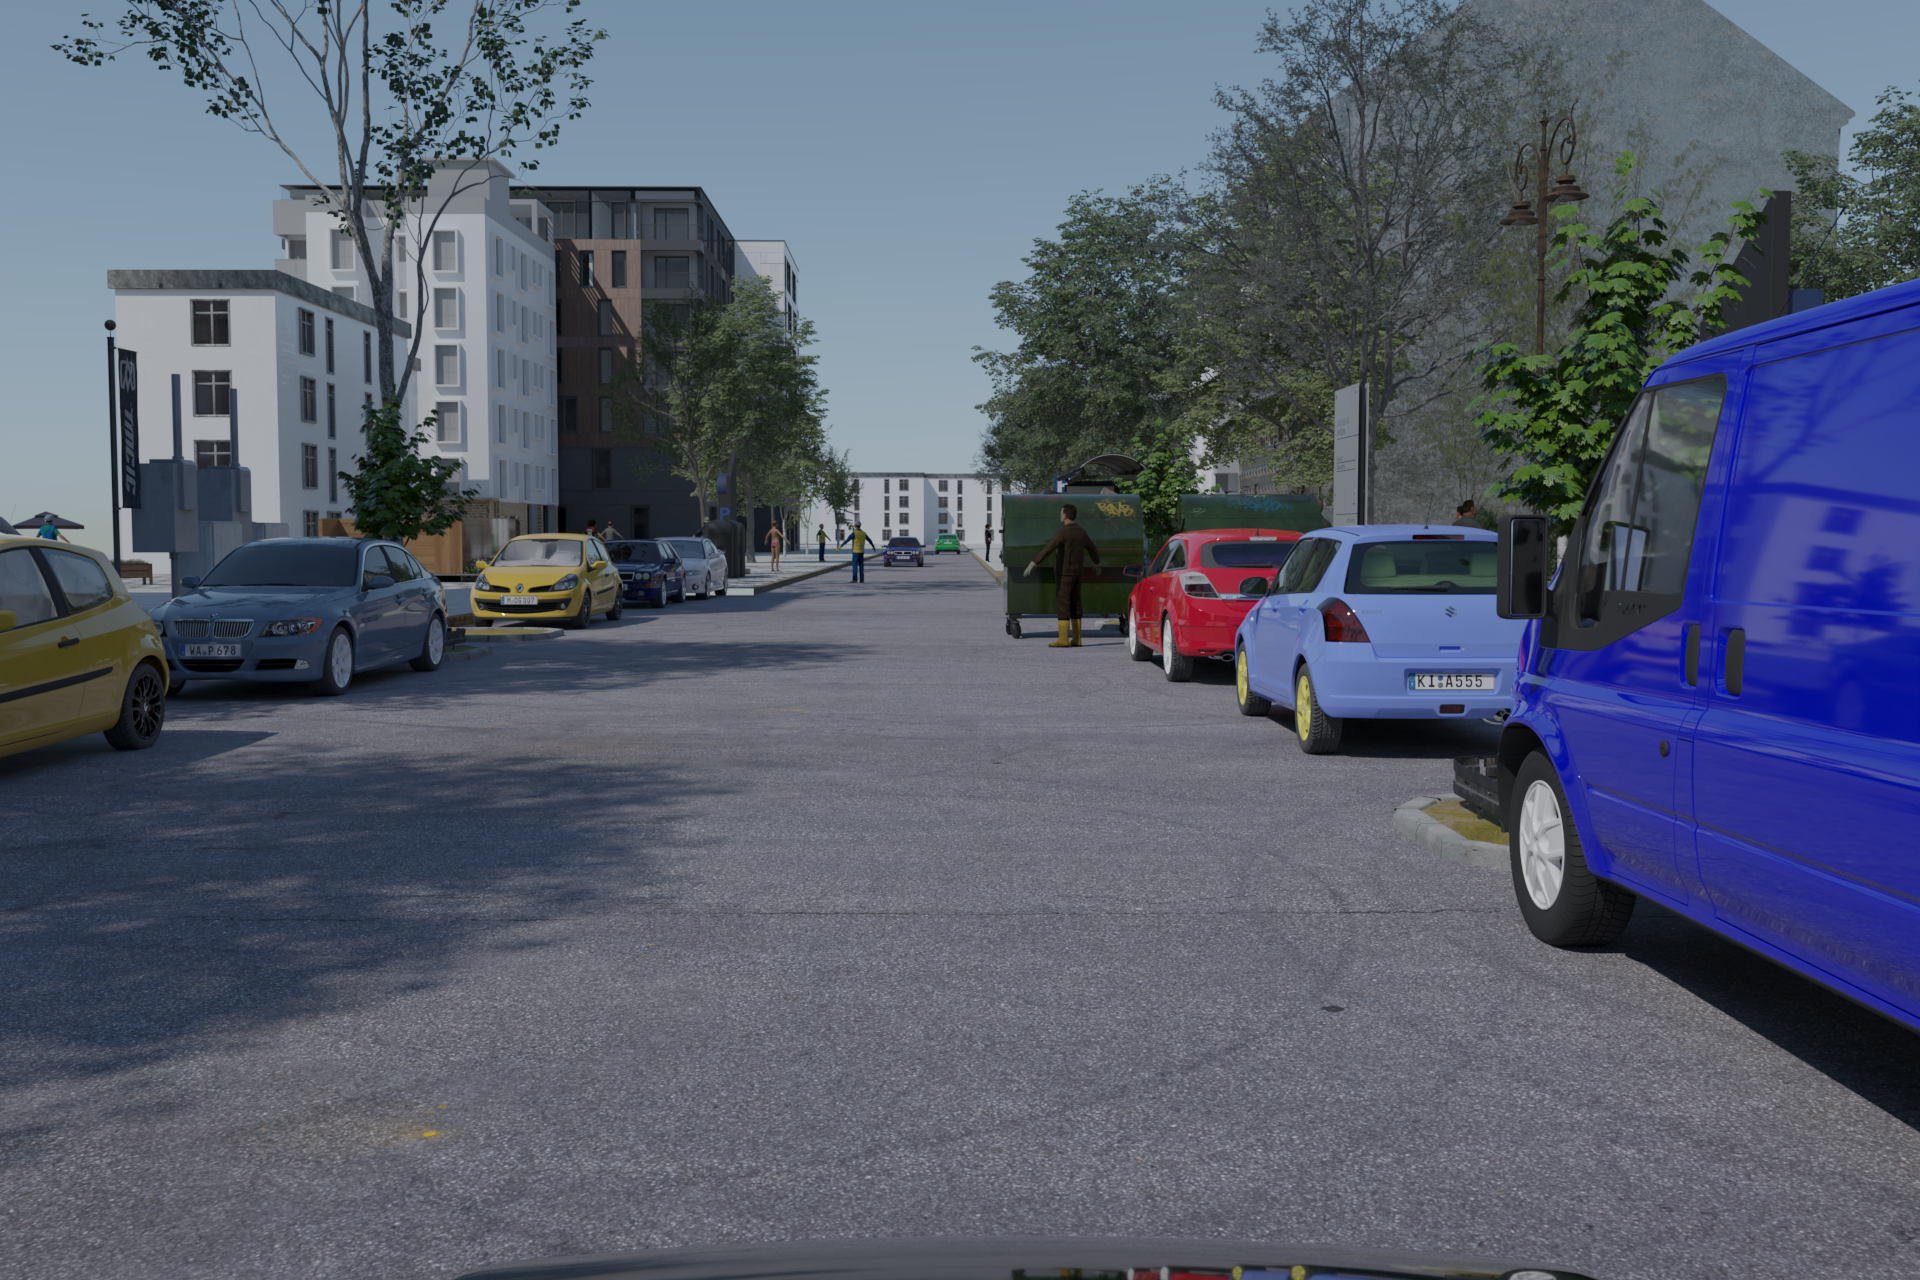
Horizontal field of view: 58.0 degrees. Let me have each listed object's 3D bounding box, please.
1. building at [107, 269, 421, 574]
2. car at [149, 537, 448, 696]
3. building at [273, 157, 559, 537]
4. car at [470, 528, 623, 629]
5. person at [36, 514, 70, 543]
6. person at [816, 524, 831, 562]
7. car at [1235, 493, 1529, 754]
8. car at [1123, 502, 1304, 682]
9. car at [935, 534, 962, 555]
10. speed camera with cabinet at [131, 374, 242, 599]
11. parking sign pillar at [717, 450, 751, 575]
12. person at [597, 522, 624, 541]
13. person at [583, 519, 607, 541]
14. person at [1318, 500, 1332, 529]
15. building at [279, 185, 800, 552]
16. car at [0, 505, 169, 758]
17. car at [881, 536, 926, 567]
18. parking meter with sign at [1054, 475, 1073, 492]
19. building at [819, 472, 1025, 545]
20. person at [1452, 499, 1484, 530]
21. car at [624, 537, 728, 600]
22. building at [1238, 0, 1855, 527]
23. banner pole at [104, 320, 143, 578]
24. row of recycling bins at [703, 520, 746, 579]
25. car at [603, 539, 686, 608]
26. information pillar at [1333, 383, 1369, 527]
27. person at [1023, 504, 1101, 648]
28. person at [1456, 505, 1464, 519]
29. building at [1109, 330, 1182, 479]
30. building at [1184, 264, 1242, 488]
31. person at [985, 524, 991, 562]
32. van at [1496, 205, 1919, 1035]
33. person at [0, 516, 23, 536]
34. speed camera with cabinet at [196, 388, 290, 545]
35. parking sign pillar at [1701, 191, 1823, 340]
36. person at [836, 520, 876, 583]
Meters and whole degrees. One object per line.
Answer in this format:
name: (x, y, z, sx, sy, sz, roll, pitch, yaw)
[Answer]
building: (-26.391, -7.766, 69.122, 9.099, 9.664, 28.070, 0, 4, -1)
car: (-6.340, -0.297, 16.851, 2.014, 1.417, 4.499, 0, 3, 0)
building: (-28.463, -14.181, 88.276, 16.016, 20.090, 11.380, 0, 4, 0)
car: (-6.489, -1.050, 27.395, 2.015, 1.641, 3.980, 0, 4, 0)
person: (-24.756, -2.512, 47.191, 1.347, 1.817, 0.704, 1, 4, 19)
person: (-6.345, -4.525, 80.445, 0.721, 1.772, 1.216, 2, 4, 28)
car: (3.059, -0.183, 12.581, 1.945, 1.707, 3.694, 0, 4, 0)
car: (2.856, -0.565, 18.277, 2.155, 1.783, 4.494, 0, 4, -1)
car: (-0.855, -6.927, 122.051, 1.959, 1.807, 4.718, 0, 3, 0)
speed camera with cabinet: (-9.880, -1.702, 22.164, 0.660, 3.252, 2.038, 0, 4, -1)
parking sign pillar: (-7.394, -4.075, 55.092, 1.447, 3.967, 1.447, 0, 4, 1)
person: (-14.681, -4.069, 72.796, 1.348, 1.796, 0.705, 0, 4, 7)
person: (-13.585, -3.546, 64.118, 1.345, 1.843, 0.704, 2, 4, 30)
person: (5.426, -1.243, 26.502, 1.348, 1.807, 0.705, -3, 4, -37)
building: (-26.070, -16.771, 118.182, 27.936, 21.610, 32.646, 0, 4, -1)
car: (-6.242, 0.005, 10.148, 2.015, 1.641, 3.980, 0, 4, -1)
car: (-2.462, -3.885, 76.096, 1.945, 1.354, 3.894, 0, 4, -1)
parking meter with sign: (3.094, -3.321, 50.554, 0.543, 3.016, 1.738, 0, 4, -2)
building: (-5.014, -17.810, 235.800, 28.070, 9.664, 9.099, 0, 4, -3)
person: (7.952, -1.284, 27.058, 0.705, 1.821, 1.348, -2, 4, -31)
car: (-6.398, -1.645, 39.251, 2.083, 1.381, 4.827, 0, 4, 0)
building: (22.300, -14.702, 71.307, 19.493, 23.208, 18.063, 0, 4, 0)
banner pole: (-9.915, -1.868, 20.552, 0.401, 3.779, 0.863, 0, 4, 0)
row of recycling bins: (-6.905, -2.693, 51.144, 1.069, 1.692, 3.534, 0, 4, 0)
car: (-6.585, -1.355, 34.736, 1.945, 1.354, 3.894, 0, 4, 0)
information pillar: (6.260, -2.232, 27.801, 0.184, 3.620, 1.656, 0, 4, 0)
person: (1.357, -0.816, 21.929, 1.346, 1.812, 0.704, -3, 5, -42)
person: (9.279, -1.591, 32.166, 1.344, 1.810, 0.704, -2, 4, -27)
building: (23.486, -20.320, 163.157, 19.493, 23.208, 18.063, 0, 4, -1)
building: (20.612, -16.032, 118.545, 16.016, 20.090, 11.380, 0, 4, 0)
person: (1.352, -4.425, 79.074, 0.721, 1.740, 1.216, 0, 4, 2)
van: (2.959, 0.006, 4.294, 2.240, 2.365, 5.245, 0, 4, -1)
person: (-9.054, -0.582, 15.983, 1.216, 1.778, 0.721, -3, 5, -44)
speed camera with cabinet: (-10.068, -1.833, 24.299, 0.660, 3.252, 2.038, 0, 4, -1)
parking sign pillar: (6.578, -1.582, 14.340, 1.447, 3.967, 1.447, 0, 4, 0)
person: (-3.001, -2.587, 50.728, 1.349, 1.833, 0.705, -2, 4, -35)
